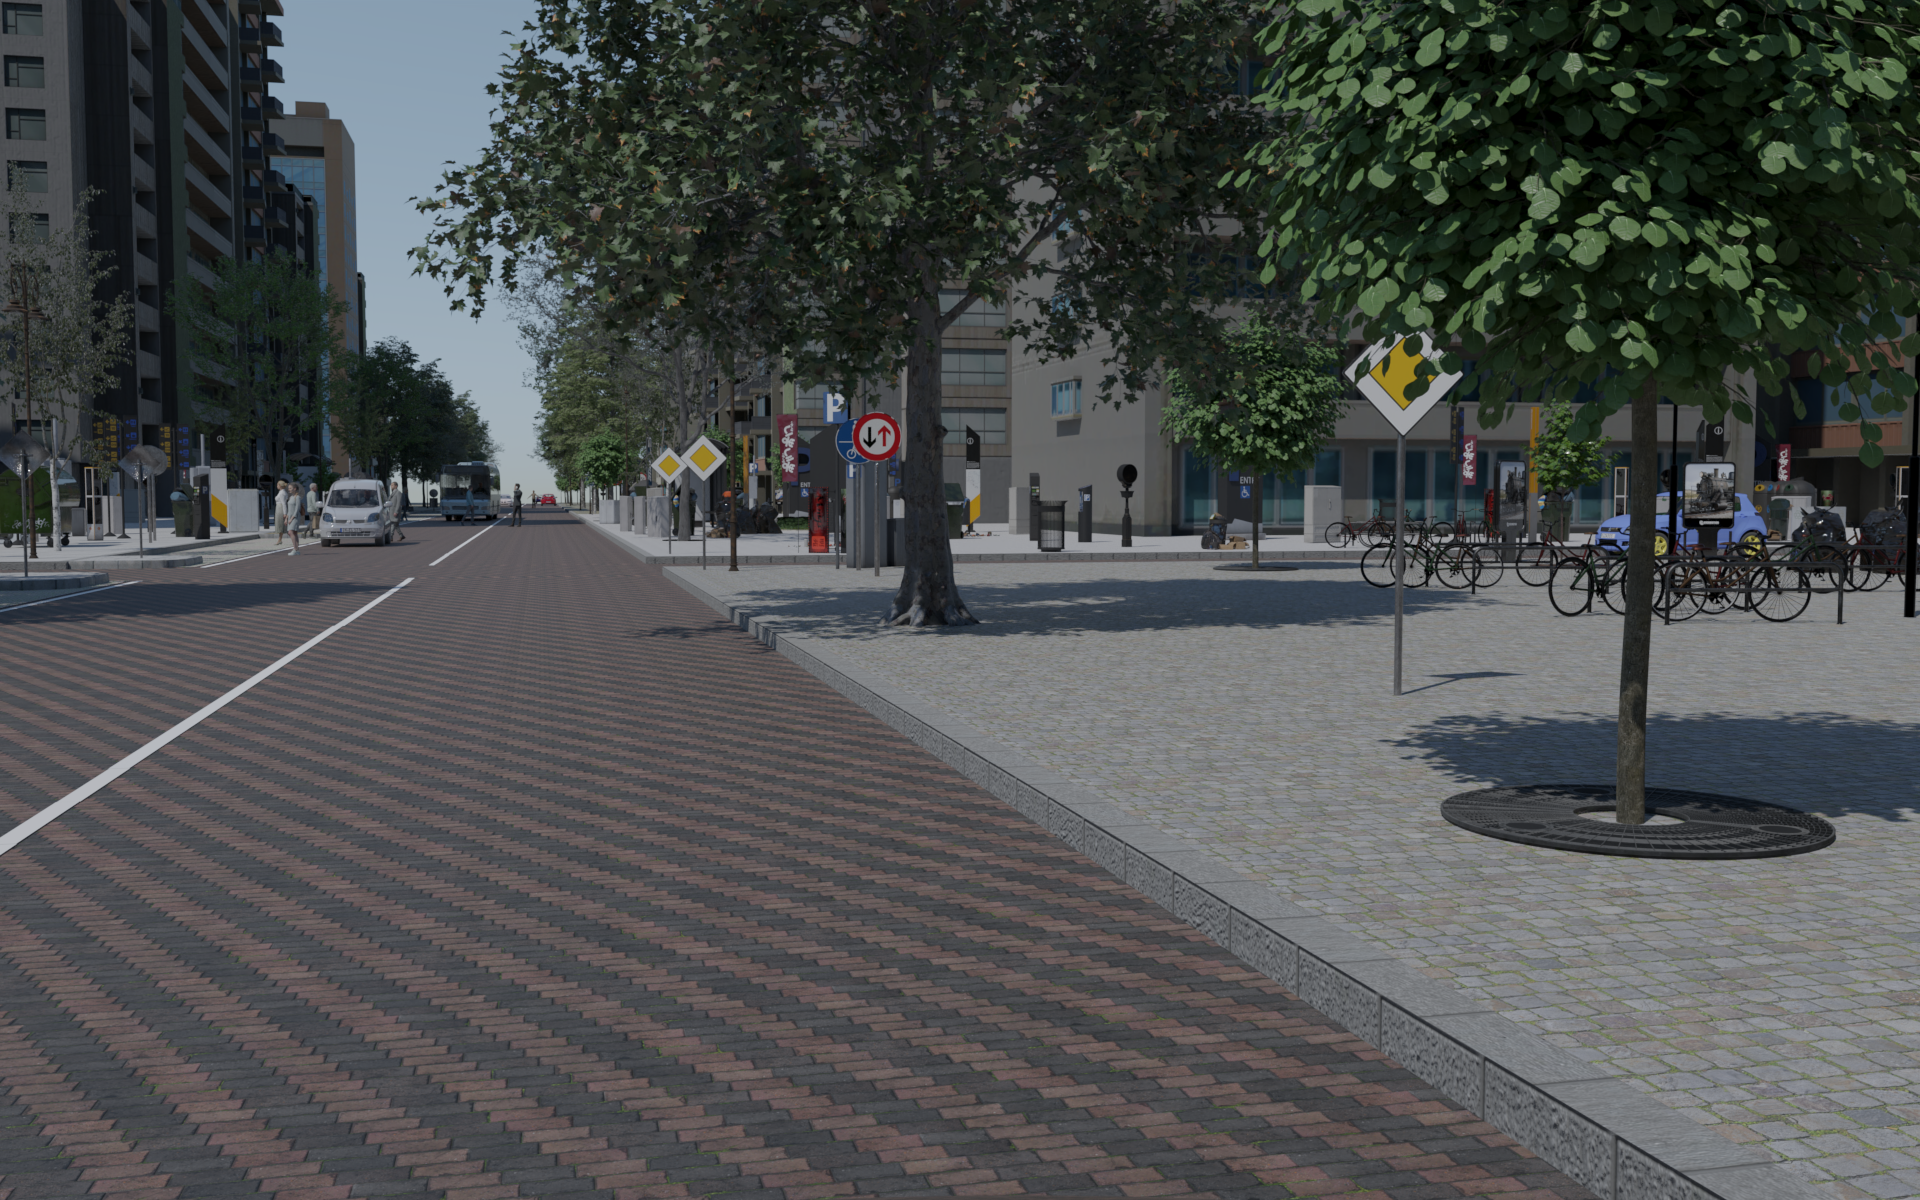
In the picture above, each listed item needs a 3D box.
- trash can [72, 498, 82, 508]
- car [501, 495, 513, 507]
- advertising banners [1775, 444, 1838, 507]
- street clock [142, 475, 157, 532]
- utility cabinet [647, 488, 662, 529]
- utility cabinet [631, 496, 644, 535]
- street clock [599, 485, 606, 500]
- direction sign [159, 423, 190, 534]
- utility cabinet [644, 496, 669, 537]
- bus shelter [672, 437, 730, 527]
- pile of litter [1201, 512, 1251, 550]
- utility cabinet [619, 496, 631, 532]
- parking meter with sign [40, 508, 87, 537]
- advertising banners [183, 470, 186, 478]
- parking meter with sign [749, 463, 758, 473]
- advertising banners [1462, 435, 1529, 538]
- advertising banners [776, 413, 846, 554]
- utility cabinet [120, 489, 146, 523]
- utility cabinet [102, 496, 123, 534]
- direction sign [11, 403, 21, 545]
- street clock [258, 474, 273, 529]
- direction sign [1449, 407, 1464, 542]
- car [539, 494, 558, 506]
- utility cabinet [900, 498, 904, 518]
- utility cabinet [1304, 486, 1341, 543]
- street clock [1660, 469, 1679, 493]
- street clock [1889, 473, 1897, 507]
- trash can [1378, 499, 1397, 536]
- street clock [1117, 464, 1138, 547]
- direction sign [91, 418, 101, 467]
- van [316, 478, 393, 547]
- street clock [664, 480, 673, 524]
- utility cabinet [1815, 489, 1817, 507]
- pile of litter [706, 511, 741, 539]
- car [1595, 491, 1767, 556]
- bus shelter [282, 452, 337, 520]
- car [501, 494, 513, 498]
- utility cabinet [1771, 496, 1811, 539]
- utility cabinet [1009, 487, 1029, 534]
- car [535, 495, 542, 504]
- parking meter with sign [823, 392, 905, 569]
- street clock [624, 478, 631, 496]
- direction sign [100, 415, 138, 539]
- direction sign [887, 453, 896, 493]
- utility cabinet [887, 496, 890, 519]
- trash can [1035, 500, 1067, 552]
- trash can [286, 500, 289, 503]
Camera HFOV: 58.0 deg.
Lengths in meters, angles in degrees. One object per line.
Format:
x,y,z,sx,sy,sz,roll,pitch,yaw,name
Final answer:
-36.422,-3.636,71.103,0.748,1.137,0.748,0,3,0,trash can
-51.441,-11.201,195.494,2.083,1.381,4.827,-1,4,-13,car
29.252,-3.897,59.906,2.074,3.025,0.090,3,5,41,advertising banners
-27.215,-3.279,58.189,0.471,2.002,0.358,-1,4,-18,street clock
-10.919,-3.249,61.800,0.318,1.500,1.173,-1,4,-22,utility cabinet
-10.230,-2.701,55.324,0.306,1.237,1.020,0,4,-6,utility cabinet
-20.156,-5.701,97.780,0.471,2.002,0.358,3,4,38,street clock
-25.199,-3.891,55.616,0.876,3.537,0.379,-2,4,-30,direction sign
-8.991,-2.474,51.603,0.306,1.237,1.020,-2,4,-33,utility cabinet
-9.717,-4.322,64.592,2.014,3.302,5.546,-1,4,-14,bus shelter
6.281,-1.623,40.498,1.719,0.858,1.176,-3,5,-44,pile of litter
-11.516,-2.971,59.739,0.306,1.237,1.020,0,4,-4,utility cabinet
-27.309,-3.416,52.118,1.738,3.016,0.543,-1,4,-18,parking meter with sign
-29.125,-4.201,64.877,0.090,3.025,2.074,-2,4,-29,advertising banners
-11.728,-6.139,96.626,0.543,3.016,1.738,0,4,7,parking meter with sign
15.621,-3.332,50.673,2.074,3.025,0.090,2,4,31,advertising banners
-3.034,-2.524,37.460,2.074,3.025,0.090,1,4,21,advertising banners
-36.684,-4.160,76.698,1.173,1.500,0.318,1,4,14,utility cabinet
-27.186,-2.717,55.581,0.306,1.237,1.020,-3,5,-43,utility cabinet
-23.599,-3.137,43.288,0.379,3.537,0.876,-2,4,-25,direction sign
-25.364,-3.592,63.300,0.471,2.002,0.358,-2,4,-27,street clock
12.863,-3.235,44.883,0.379,3.537,0.876,3,4,37,direction sign
-49.722,-12.244,209.227,2.155,1.783,4.494,-1,4,-14,car
-1.741,-3.576,67.143,1.173,1.500,0.318,-2,4,-30,utility cabinet
9.548,-2.255,45.541,1.173,1.500,0.318,-3,5,-40,utility cabinet
20.453,-2.778,49.989,0.471,2.002,0.358,2,4,34,street clock
32.535,-3.407,60.274,0.358,2.002,0.471,0,4,2,street clock
13.094,-2.518,52.817,0.748,1.137,0.748,0,3,0,trash can
4.035,-2.280,41.850,0.471,2.002,0.358,-2,4,-32,street clock
-25.669,-3.681,52.181,0.379,3.537,0.876,3,4,37,direction sign
-16.873,-2.532,48.409,2.013,2.044,4.112,-1,4,-15,van
-12.492,-4.272,74.411,0.358,2.002,0.471,2,4,31,street clock
31.102,-3.339,63.271,0.318,1.500,1.173,2,4,30,utility cabinet
-6.981,-2.257,50.867,1.176,0.858,1.719,1,4,15,pile of litter
16.141,-1.792,38.888,3.694,1.707,1.945,-1,4,-14,car
-32.533,-5.671,86.643,2.014,3.302,5.546,-1,4,-14,bus shelter
-54.655,-12.109,207.764,2.009,1.686,4.222,-1,4,-14,car
23.669,-2.336,49.357,0.306,1.237,1.020,-3,4,-36,utility cabinet
2.000,-2.840,55.109,0.318,1.500,1.173,3,4,36,utility cabinet
-62.471,-15.031,258.331,1.945,1.354,3.894,-1,4,-15,car
-1.599,-2.072,30.137,0.543,3.016,1.738,3,4,36,parking meter with sign
-14.532,-4.366,75.947,0.358,2.002,0.471,-1,4,-17,street clock
-24.090,-3.535,49.797,0.876,3.537,0.379,-3,5,-41,direction sign
-3.262,-5.251,77.856,0.876,3.537,0.379,2,4,25,direction sign
-2.845,-2.893,58.470,1.020,1.237,0.306,-3,5,-40,utility cabinet
2.018,-1.632,38.343,0.748,1.137,0.748,0,3,0,trash can
-29.412,-3.952,76.261,0.748,1.137,0.748,0,3,0,trash can
